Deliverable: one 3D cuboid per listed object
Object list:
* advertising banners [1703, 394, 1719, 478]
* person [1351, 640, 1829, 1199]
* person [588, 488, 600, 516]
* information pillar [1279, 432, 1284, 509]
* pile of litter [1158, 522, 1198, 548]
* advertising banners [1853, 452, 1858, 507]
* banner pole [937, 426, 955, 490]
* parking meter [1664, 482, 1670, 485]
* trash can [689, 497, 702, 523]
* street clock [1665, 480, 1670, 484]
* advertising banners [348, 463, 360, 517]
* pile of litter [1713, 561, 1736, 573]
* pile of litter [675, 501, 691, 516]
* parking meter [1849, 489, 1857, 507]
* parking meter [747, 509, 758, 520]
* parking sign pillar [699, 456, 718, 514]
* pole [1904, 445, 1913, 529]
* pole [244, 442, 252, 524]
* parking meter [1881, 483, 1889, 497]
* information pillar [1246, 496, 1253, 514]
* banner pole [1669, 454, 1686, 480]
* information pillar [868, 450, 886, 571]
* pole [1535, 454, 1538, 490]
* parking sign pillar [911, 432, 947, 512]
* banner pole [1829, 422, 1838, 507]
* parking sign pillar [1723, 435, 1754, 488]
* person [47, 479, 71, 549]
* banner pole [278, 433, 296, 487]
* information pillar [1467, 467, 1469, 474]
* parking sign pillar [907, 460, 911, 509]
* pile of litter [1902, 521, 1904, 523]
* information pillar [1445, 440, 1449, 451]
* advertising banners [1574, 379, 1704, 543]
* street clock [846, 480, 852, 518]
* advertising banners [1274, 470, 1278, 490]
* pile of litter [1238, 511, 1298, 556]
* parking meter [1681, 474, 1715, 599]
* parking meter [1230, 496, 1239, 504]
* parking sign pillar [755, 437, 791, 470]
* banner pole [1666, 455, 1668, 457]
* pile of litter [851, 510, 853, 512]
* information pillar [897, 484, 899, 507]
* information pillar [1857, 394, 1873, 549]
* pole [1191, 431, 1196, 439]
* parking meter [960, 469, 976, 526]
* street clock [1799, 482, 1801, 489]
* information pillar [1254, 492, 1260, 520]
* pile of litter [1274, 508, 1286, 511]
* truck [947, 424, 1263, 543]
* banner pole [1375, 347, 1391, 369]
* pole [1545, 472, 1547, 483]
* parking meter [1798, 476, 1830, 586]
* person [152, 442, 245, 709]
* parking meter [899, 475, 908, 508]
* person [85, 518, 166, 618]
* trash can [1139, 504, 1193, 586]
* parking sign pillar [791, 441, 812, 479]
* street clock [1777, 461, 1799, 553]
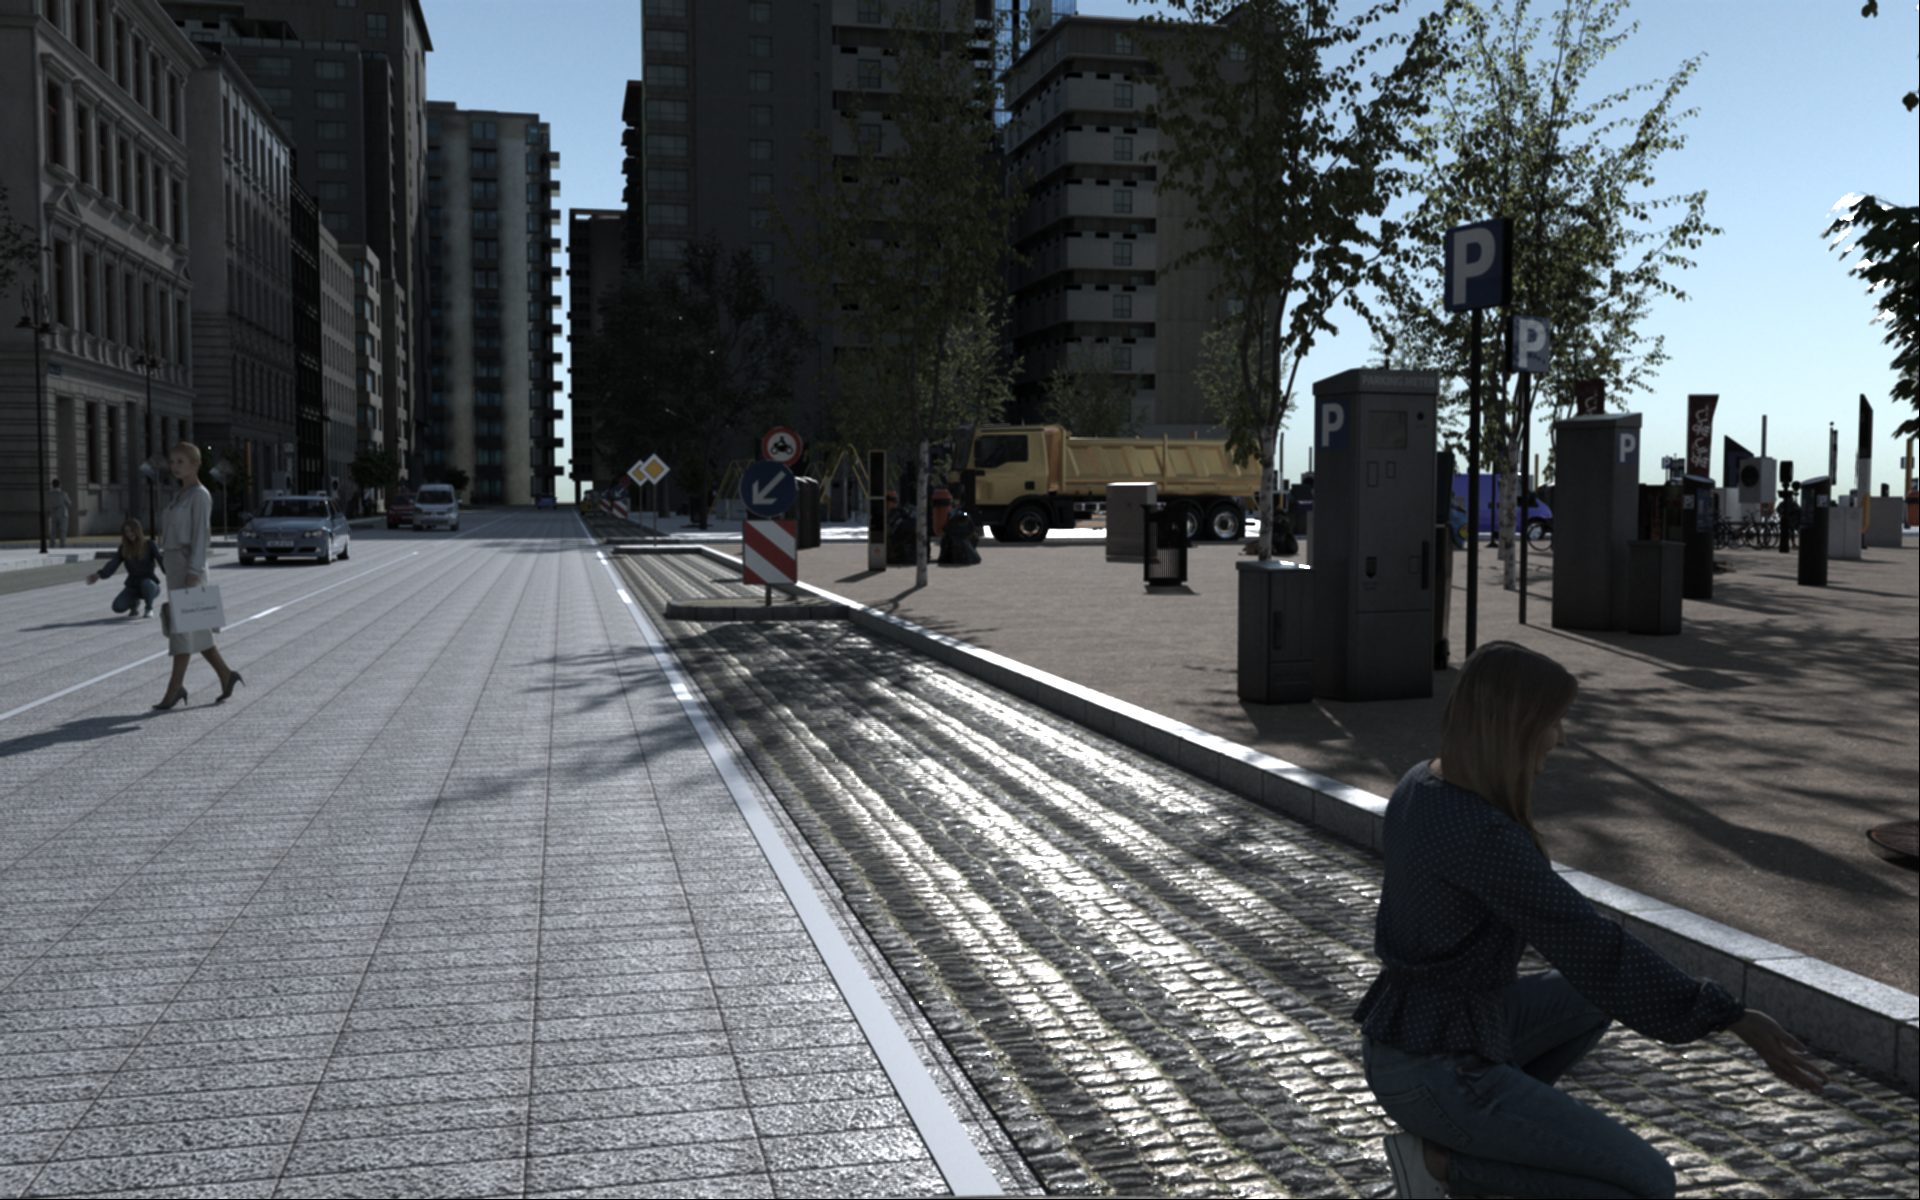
[{"bbox_3d":[12.262,-2.099,30.500,2.074,3.025,0.090,0,4,4],"label":"advertising banners"},{"bbox_3d":[1.150,0.643,3.485,0.738,1.151,1.012,0,4,3],"label":"person"},{"bbox_3d":[-22.889,-6.104,108.422,0.709,1.813,0.853,-3,5,-40],"label":"person"},{"bbox_3d":[12.162,-4.536,65.523,0.183,3.616,0.504,1,4,15],"label":"information pillar"},{"bbox_3d":[4.837,-1.701,41.778,1.719,0.858,1.176,2,4,24],"label":"pile of litter"},{"bbox_3d":[34.092,-4.267,65.950,0.090,3.025,2.074,2,4,26],"label":"advertising banners"},{"bbox_3d":[-0.565,-4.513,63.799,0.863,3.779,0.401,0,4,7],"label":"banner pole"},{"bbox_3d":[34.541,-4.818,84.485,0.255,1.863,0.399,-2,4,-28],"label":"parking meter"},{"bbox_3d":[-11.545,-3.945,76.149,0.748,1.137,0.748,0,3,0],"label":"trash can"},{"bbox_3d":[37.059,-5.254,90.467,0.471,2.002,0.358,-1,4,-19],"label":"street clock"},{"bbox_3d":[-34.360,-6.236,98.151,0.090,3.025,2.074,0,4,-5],"label":"advertising banners"},{"bbox_3d":[12.363,-0.924,29.077,1.176,0.858,1.719,1,4,12],"label":"pile of litter"},{"bbox_3d":[-16.224,-5.467,103.353,1.719,0.858,1.176,-2,4,-26],"label":"pile of litter"},{"bbox_3d":[46.502,-4.999,90.138,0.372,1.533,0.369,0,3,0],"label":"parking meter"},{"bbox_3d":[-6.822,-3.135,56.973,0.399,1.863,0.255,-1,4,-22],"label":"parking meter"},{"bbox_3d":[-15.935,-7.432,109.983,1.447,3.967,1.447,-3,5,-41],"label":"parking sign pillar"},{"bbox_3d":[34.904,-4.274,63.727,0.158,3.312,0.155,0,3,0],"label":"pole"},{"bbox_3d":[-27.718,-4.503,67.459,0.158,3.312,0.155,0,3,0],"label":"pole"},{"bbox_3d":[50.986,-5.491,95.489,0.399,1.863,0.255,-2,4,-33],"label":"parking meter"},{"bbox_3d":[18.371,-7.241,109.741,0.504,3.616,0.183,2,4,27],"label":"information pillar"},{"bbox_3d":[44.491,-7.174,107.304,0.401,3.779,0.863,-3,5,-42],"label":"banner pole"},{"bbox_3d":[-1.387,-1.496,28.958,0.304,2.012,0.304,0,4,-4],"label":"information pillar"},{"bbox_3d":[29.392,-5.780,88.350,0.158,3.312,0.155,0,3,0],"label":"pole"},{"bbox_3d":[-1.026,-5.129,72.337,1.447,3.967,1.447,-1,4,-22],"label":"parking sign pillar"},{"bbox_3d":[30.141,-4.271,59.841,0.401,3.779,0.863,1,4,10],"label":"banner pole"},{"bbox_3d":[35.629,-5.547,79.162,1.447,3.967,1.447,0,4,2],"label":"parking sign pillar"},{"bbox_3d":[-21.903,-2.047,42.157,0.511,1.800,0.466,-1,4,-8],"label":"person"},{"bbox_3d":[-27.528,-4.938,70.752,0.401,3.779,0.863,3,5,41],"label":"banner pole"},{"bbox_3d":[38.039,-8.425,129.103,0.504,3.616,0.183,0,4,-5],"label":"information pillar"},{"bbox_3d":[-3.440,-7.989,119.087,1.447,3.967,1.447,2,4,32],"label":"parking sign pillar"},{"bbox_3d":[41.952,-3.777,75.713,1.176,0.858,1.719,-1,4,-12],"label":"pile of litter"},{"bbox_3d":[21.144,-5.120,75.068,0.183,3.616,0.504,3,5,45],"label":"information pillar"},{"bbox_3d":[10.055,-1.816,25.882,0.090,3.025,2.074,-2,4,-35],"label":"advertising banners"},{"bbox_3d":[-5.893,-5.328,91.690,0.358,2.002,0.471,-2,4,-29],"label":"street clock"},{"bbox_3d":[23.354,-7.933,125.884,0.090,3.025,2.074,-1,4,-21],"label":"advertising banners"},{"bbox_3d":[6.525,-1.400,36.847,1.719,0.858,1.176,-3,4,-36],"label":"pile of litter"},{"bbox_3d":[9.043,-0.784,21.236,0.372,1.533,0.369,0,3,0],"label":"parking meter"},{"bbox_3d":[12.056,-4.140,76.100,0.372,1.533,0.369,0,3,0],"label":"parking meter"},{"bbox_3d":[-8.995,-5.714,81.890,1.447,3.967,1.447,-1,4,-18],"label":"parking sign pillar"},{"bbox_3d":[45.731,-7.430,111.494,0.863,3.779,0.401,2,4,29],"label":"banner pole"},{"bbox_3d":[-8.236,-6.769,124.633,1.176,0.858,1.719,1,4,21],"label":"pile of litter"},{"bbox_3d":[-3.690,-6.322,107.863,0.304,2.012,0.304,3,5,43],"label":"information pillar"},{"bbox_3d":[21.079,-2.999,40.383,0.183,3.616,0.504,0,4,2],"label":"information pillar"},{"bbox_3d":[7.510,-3.787,55.768,0.158,3.312,0.155,0,3,0],"label":"pole"},{"bbox_3d":[0.179,-2.144,40.762,0.255,1.863,0.399,-2,4,-25],"label":"parking meter"},{"bbox_3d":[46.864,-5.659,97.097,0.471,2.002,0.358,3,4,37],"label":"street clock"},{"bbox_3d":[14.860,-5.015,86.484,0.304,2.012,0.304,1,4,22],"label":"information pillar"},{"bbox_3d":[10.403,-2.570,55.983,1.719,0.858,1.176,2,4,35],"label":"pile of litter"},{"bbox_3d":[3.717,-3.260,49.223,9.791,3.379,3.469,-1,4,-12],"label":"truck"},{"bbox_3d":[7.279,-2.439,29.894,0.401,3.779,0.863,0,4,-4],"label":"banner pole"},{"bbox_3d":[46.169,-8.724,136.483,0.158,3.312,0.155,0,3,0],"label":"pole"},{"bbox_3d":[11.994,-0.974,24.329,0.372,1.533,0.369,0,3,0],"label":"parking meter"},{"bbox_3d":[-5.174,-0.176,11.735,0.624,1.780,0.694,-2,4,-31],"label":"person"},{"bbox_3d":[-1.763,-2.966,54.207,0.255,1.863,0.399,0,4,-5],"label":"parking meter"},{"bbox_3d":[-9.489,-0.374,20.111,1.012,1.151,0.738,0,4,-5],"label":"person"},{"bbox_3d":[2.885,-0.773,24.299,0.748,1.137,0.748,0,3,0],"label":"trash can"},{"bbox_3d":[-8.233,-6.109,88.356,1.447,3.967,1.447,1,4,16],"label":"parking sign pillar"},{"bbox_3d":[18.052,-2.037,37.881,0.358,2.002,0.471,2,4,30],"label":"street clock"}]
